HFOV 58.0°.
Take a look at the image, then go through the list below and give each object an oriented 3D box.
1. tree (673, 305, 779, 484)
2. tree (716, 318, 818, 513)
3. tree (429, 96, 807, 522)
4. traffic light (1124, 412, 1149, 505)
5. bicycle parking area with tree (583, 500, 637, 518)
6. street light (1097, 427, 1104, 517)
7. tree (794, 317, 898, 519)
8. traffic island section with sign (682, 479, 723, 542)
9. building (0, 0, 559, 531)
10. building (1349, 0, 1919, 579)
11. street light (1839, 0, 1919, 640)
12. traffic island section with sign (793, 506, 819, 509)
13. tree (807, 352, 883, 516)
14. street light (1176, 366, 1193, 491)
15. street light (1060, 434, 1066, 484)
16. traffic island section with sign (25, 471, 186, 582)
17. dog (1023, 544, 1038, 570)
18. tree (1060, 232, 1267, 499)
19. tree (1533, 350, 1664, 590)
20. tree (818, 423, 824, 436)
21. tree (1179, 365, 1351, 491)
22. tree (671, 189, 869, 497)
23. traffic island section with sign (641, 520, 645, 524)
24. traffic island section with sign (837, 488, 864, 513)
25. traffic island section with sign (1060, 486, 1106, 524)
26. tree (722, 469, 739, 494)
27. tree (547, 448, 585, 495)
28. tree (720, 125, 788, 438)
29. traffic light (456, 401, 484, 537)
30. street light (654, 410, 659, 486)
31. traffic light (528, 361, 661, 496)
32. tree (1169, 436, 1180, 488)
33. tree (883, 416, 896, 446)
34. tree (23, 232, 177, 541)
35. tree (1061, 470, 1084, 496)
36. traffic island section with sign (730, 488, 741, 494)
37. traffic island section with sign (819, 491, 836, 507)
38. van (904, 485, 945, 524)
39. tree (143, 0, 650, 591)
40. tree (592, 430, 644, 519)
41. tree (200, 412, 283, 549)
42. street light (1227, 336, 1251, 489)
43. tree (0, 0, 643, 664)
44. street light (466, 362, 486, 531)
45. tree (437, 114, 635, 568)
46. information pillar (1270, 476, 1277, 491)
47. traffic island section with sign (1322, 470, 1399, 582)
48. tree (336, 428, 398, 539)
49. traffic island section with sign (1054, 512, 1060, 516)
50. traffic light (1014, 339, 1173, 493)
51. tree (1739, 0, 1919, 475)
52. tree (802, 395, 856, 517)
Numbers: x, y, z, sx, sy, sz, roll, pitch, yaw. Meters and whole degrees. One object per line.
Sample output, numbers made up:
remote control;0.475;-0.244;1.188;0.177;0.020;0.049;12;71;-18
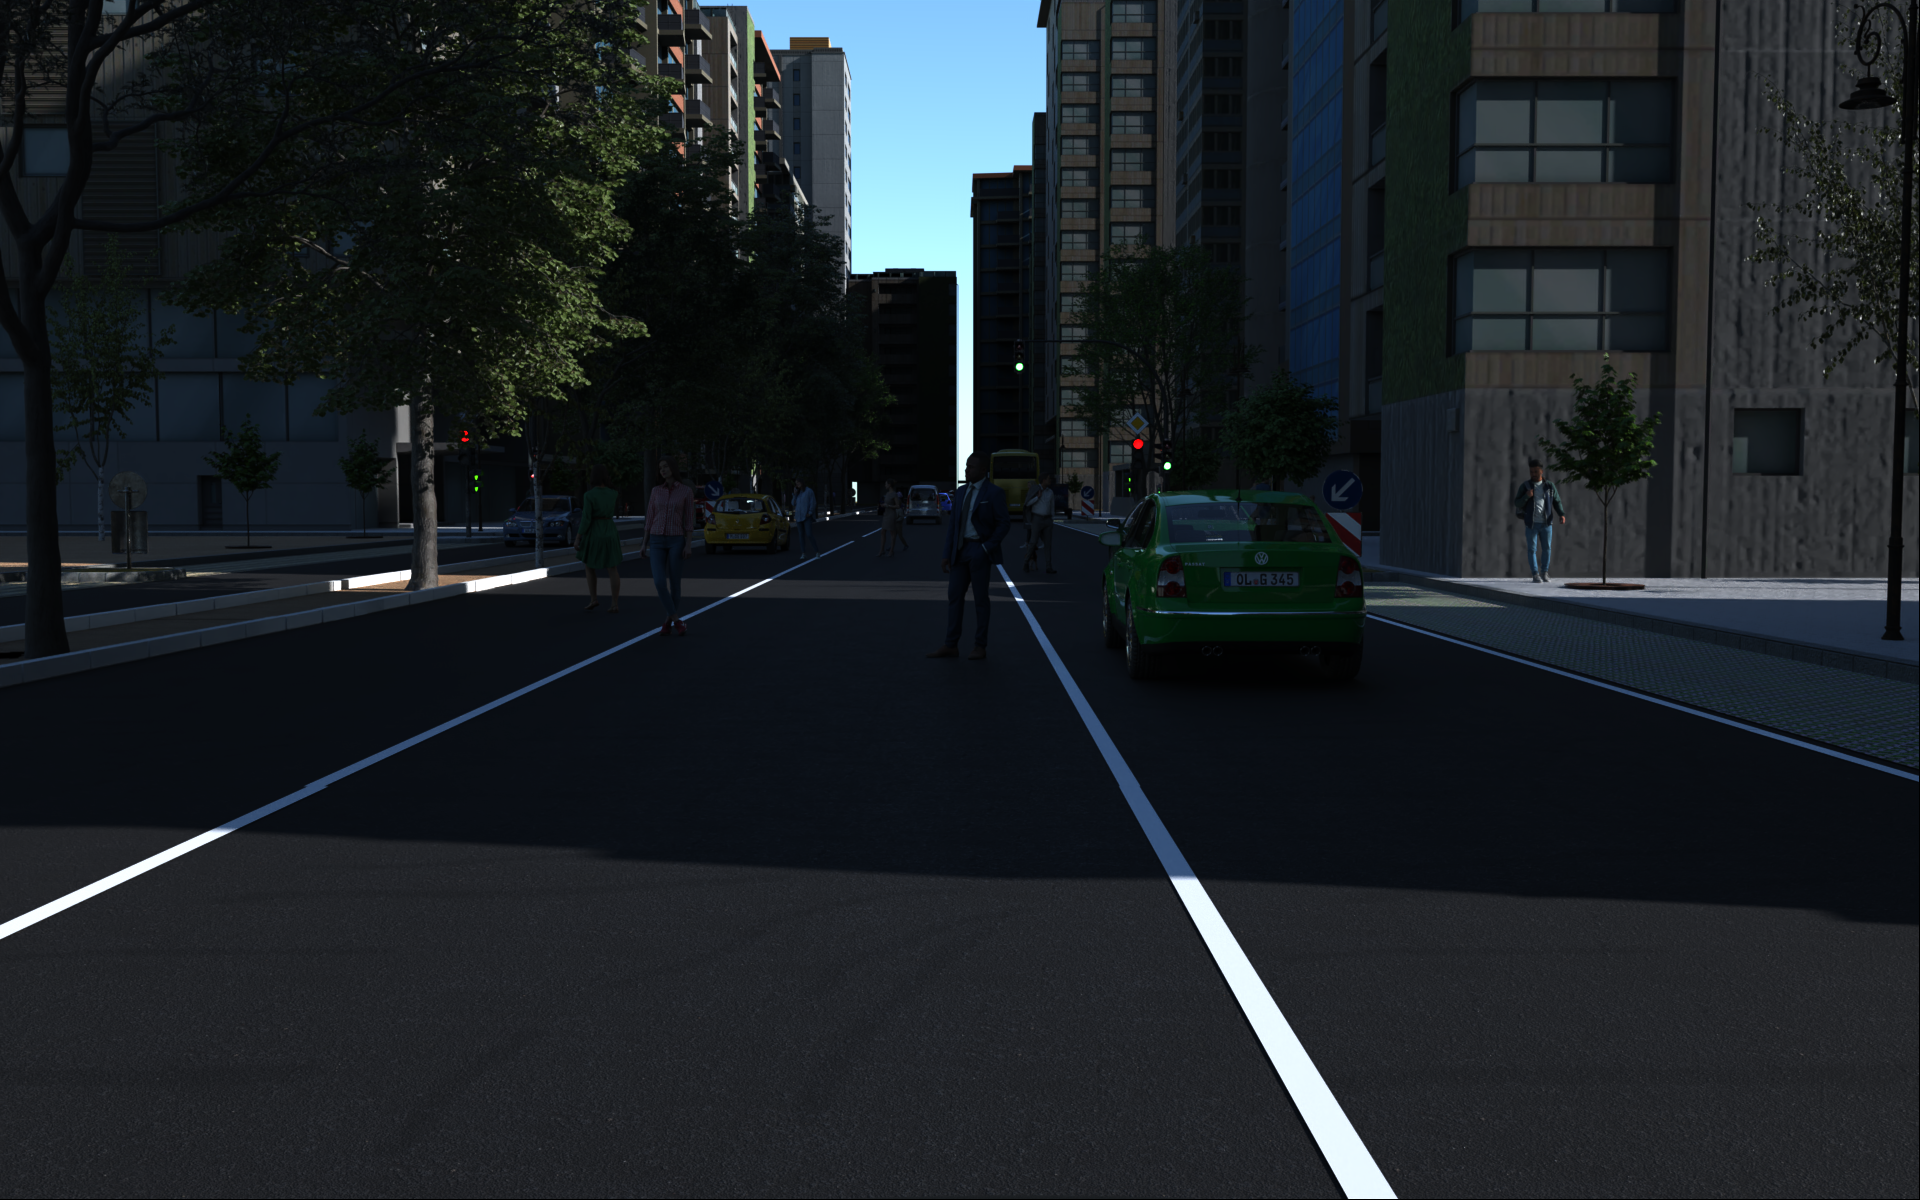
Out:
tree;-8.329;-6.547;59.863;4.360;8.622;3.978;0;3;0
tree;-7.927;-6.932;66.153;4.737;8.622;4.395;0;3;0
tree;-8.273;-6.264;39.289;8.767;10.594;7.601;0;3;0
traffic light;6.032;-4.296;59.157;0.839;4.253;0.868;0;3;0
bicycle parking area with tree;-22.051;-6.667;96.000;8.231;4.147;9.016;1;4;9
street light;7.956;-7.667;98.147;0.468;5.910;1.993;0;3;0
tree;-8.215;-10.440;98.913;9.928;11.665;9.643;0;3;0
traffic island section with sign;-8.263;-2.652;51.494;2.006;1.907;1.989;0;3;0
building;-32.391;-29.466;71.001;28.713;52.752;27.495;0;3;0
building;14.660;-21.311;32.027;14.154;41.232;14.086;0;3;0
street light;8.216;-2.587;15.078;0.468;5.910;1.993;0;3;0
traffic island section with sign;-14.460;-9.324;161.078;1.989;1.847;2.006;0;3;0
tree;-8.639;-9.307;89.036;8.767;10.594;7.601;0;3;0
street light;8.088;-5.488;62.517;0.468;5.910;1.993;0;3;0
street light;7.888;-9.812;133.206;0.468;5.910;1.993;0;3;0
traffic island section with sign;-14.175;-1.247;29.009;1.989;1.847;2.006;0;3;0
dog;1.334;-0.821;32.710;0.406;0.507;0.540;-1;4;-21
tree;8.192;-8.703;68.041;9.928;11.665;9.643;0;3;0
tree;8.648;-1.770;23.535;1.663;3.219;1.824;0;3;0
tree;-8.296;-7.861;81.350;4.737;8.622;4.395;0;3;0
tree;8.207;-3.693;44.092;4.285;4.588;4.351;0;3;0
tree;-8.251;-10.047;73.373;9.857;13.997;8.962;0;3;0
traffic island section with sign;-14.289;-4.600;83.837;1.989;1.847;2.006;0;3;0
traffic island section with sign;-8.435;-7.701;134.040;2.006;1.907;1.989;0;3;0
traffic island section with sign;6.021;-4.605;83.927;1.989;1.847;2.006;0;3;0
tree;-17.822;-8.494;133.475;1.663;3.219;1.824;0;3;0
tree;-16.792;-4.776;72.694;1.663;3.219;1.824;0;3;0
tree;-8.663;-7.785;47.872;7.486;12.596;7.792;0;3;0
traffic light;-14.513;-3.804;51.113;0.839;4.253;0.868;0;3;0
street light;-16.636;-7.465;94.846;0.468;5.910;1.993;0;3;0
traffic light;-12.438;-5.166;59.137;4.771;5.953;1.251;0;3;0
tree;11.266;-6.148;84.228;4.285;4.588;4.351;0;3;0
tree;-8.262;-10.726;112.245;8.767;10.594;7.601;0;3;0
tree;-23.757;-5.954;47.703;4.737;8.622;4.395;0;3;0
tree;9.122;-8.713;137.061;1.663;3.219;1.824;0;3;0
traffic island section with sign;-14.349;-6.249;110.792;1.989;1.847;2.006;0;3;0
traffic island section with sign;-14.515;-10.998;188.447;1.989;1.847;2.006;0;3;0
van;-1.715;-4.655;83.115;2.013;2.044;4.112;0;4;0
tree;-8.020;-6.425;25.630;7.486;12.596;7.792;0;3;0
tree;-17.517;-6.405;88.434;4.285;4.588;4.351;0;3;0
tree;-16.735;-2.834;40.933;1.663;3.219;1.824;0;3;0
street light;8.150;-4.770;50.783;0.468;5.910;1.993;0;3;0
tree;-7.945;-6.223;14.577;12.009;13.543;11.850;0;3;0
street light;-16.491;-5.297;59.391;0.468;5.910;1.993;0;3;0
tree;-8.109;-4.910;33.092;4.737;8.622;4.395;0;3;0
information pillar;10.583;-3.284;58.187;0.304;2.012;0.304;0;4;-1
traffic island section with sign;6.136;-1.249;29.049;1.989;1.847;2.006;0;3;0
tree;-17.229;-3.415;50.434;1.663;3.219;1.824;0;3;0
traffic island section with sign;5.971;-6.254;110.882;1.989;1.847;2.006;0;3;0
traffic light;3.957;-4.670;51.026;4.771;5.953;1.251;0;3;0
tree;12.770;-4.438;22.921;4.360;8.622;3.978;0;3;0
tree;-8.281;-9.383;106.235;4.360;8.622;3.978;0;3;0
